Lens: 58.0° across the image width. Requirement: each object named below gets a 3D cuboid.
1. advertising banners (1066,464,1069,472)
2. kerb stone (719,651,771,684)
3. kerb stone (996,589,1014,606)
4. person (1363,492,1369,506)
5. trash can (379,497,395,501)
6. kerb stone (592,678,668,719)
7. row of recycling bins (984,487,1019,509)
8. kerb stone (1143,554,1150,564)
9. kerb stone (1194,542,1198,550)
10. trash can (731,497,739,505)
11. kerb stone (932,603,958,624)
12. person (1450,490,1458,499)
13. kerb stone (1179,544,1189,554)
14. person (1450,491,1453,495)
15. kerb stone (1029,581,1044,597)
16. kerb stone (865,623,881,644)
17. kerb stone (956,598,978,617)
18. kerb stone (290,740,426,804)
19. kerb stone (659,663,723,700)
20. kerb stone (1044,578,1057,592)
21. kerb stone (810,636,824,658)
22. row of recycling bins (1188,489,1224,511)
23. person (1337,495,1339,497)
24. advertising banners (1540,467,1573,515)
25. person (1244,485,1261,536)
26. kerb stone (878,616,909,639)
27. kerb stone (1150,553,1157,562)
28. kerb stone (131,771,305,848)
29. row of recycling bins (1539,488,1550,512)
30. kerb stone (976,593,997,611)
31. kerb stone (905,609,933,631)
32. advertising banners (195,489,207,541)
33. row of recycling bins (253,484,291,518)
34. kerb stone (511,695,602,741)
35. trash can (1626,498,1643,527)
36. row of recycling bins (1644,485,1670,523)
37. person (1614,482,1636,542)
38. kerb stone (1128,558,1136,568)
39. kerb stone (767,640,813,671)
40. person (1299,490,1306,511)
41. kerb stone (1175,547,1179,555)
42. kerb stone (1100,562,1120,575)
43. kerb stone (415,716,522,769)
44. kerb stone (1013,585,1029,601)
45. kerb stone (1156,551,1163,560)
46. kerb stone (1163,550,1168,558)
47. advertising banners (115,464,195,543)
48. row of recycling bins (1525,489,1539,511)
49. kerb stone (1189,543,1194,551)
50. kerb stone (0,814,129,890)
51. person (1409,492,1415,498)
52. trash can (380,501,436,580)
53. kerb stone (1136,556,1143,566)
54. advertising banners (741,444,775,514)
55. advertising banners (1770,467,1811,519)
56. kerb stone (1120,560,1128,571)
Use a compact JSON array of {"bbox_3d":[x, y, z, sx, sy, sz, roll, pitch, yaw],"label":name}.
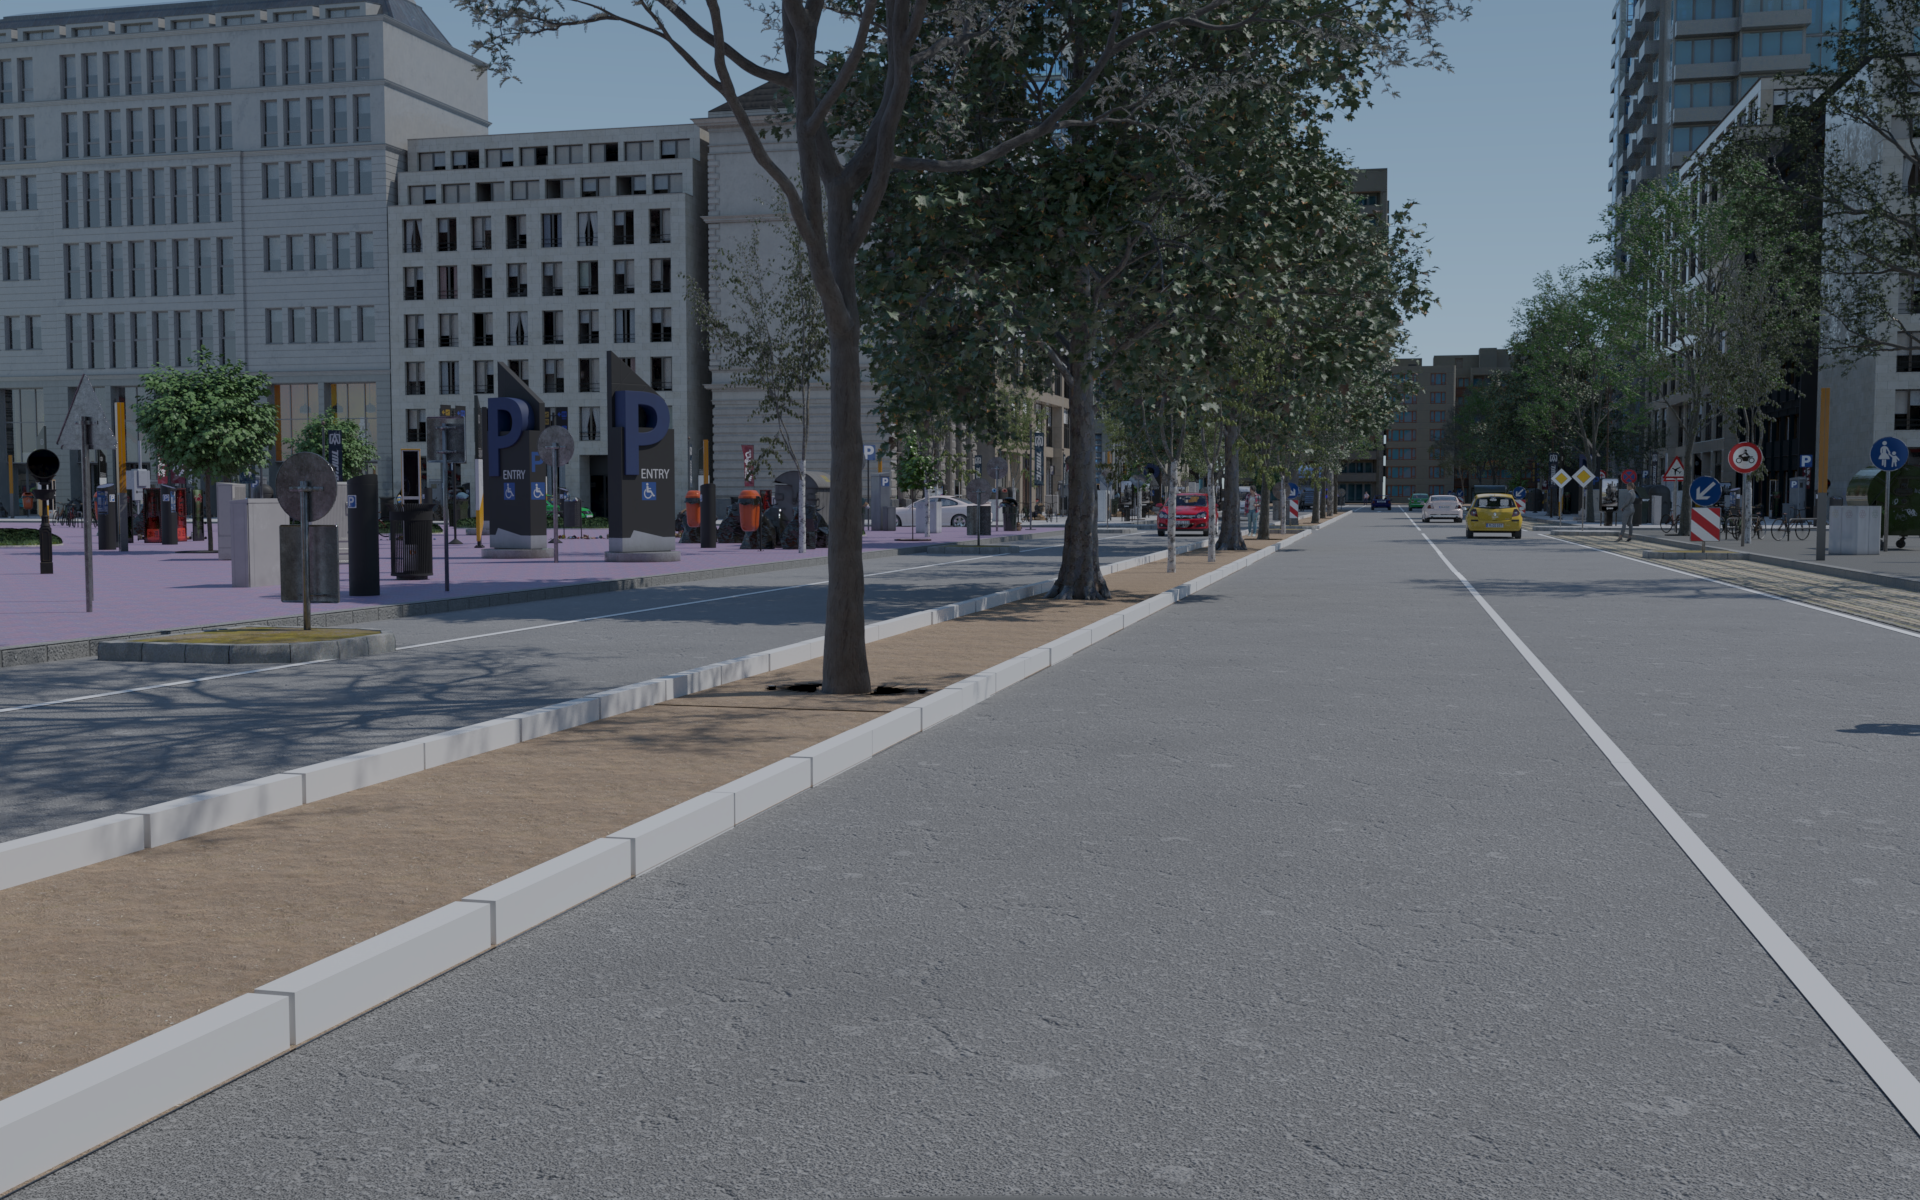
[{"bbox_3d":[6.142,-5.506,86.215,2.074,3.025,0.090,2,4,35],"label":"advertising banners"},{"bbox_3d":[-1.716,0.536,13.435,0.120,0.150,1.000,1,4,14],"label":"kerb stone"},{"bbox_3d":[0.499,-0.011,22.386,0.120,0.150,1.000,1,4,14],"label":"kerb stone"},{"bbox_3d":[50.822,-12.688,216.879,0.436,1.711,0.756,-2,4,-31],"label":"person"},{"bbox_3d":[-26.567,-4.200,80.330,0.748,1.137,0.748,0,3,0],"label":"trash can"},{"bbox_3d":[-2.206,0.658,11.444,0.120,0.150,1.000,1,4,14],"label":"kerb stone"},{"bbox_3d":[1.911,-5.367,94.869,1.069,1.692,3.534,3,5,42],"label":"row of recycling bins"},{"bbox_3d":[3.704,-0.803,35.329,0.120,0.150,1.000,1,4,14],"label":"kerb stone"},{"bbox_3d":[5.919,-1.351,44.286,0.120,0.150,1.000,1,4,14],"label":"kerb stone"},{"bbox_3d":[-18.438,-8.129,144.567,0.748,1.137,0.748,0,3,0],"label":"trash can"},{"bbox_3d":[-0.231,0.171,19.400,0.120,0.150,1.000,1,4,14],"label":"kerb stone"},{"bbox_3d":[47.164,-9.609,165.591,1.348,1.826,0.705,-2,4,-27],"label":"person"},{"bbox_3d":[5.423,-1.229,42.288,0.120,0.150,1.000,1,4,14],"label":"kerb stone"},{"bbox_3d":[54.488,-11.175,191.884,0.621,1.740,0.551,0,4,-1],"label":"person"},{"bbox_3d":[0.988,-0.133,24.371,0.120,0.150,1.000,1,4,14],"label":"kerb stone"},{"bbox_3d":[-0.973,0.354,16.420,0.120,0.150,1.000,1,4,14],"label":"kerb stone"},{"bbox_3d":[0.004,0.113,20.399,0.120,0.150,1.000,1,4,14],"label":"kerb stone"},{"bbox_3d":[-2.943,0.840,8.456,0.120,0.150,1.000,1,4,14],"label":"kerb stone"},{"bbox_3d":[-1.961,0.597,12.437,0.120,0.150,1.000,1,4,14],"label":"kerb stone"},{"bbox_3d":[1.236,-0.192,25.372,0.120,0.150,1.000,1,4,14],"label":"kerb stone"},{"bbox_3d":[-1.223,0.414,15.422,0.120,0.150,1.000,1,4,14],"label":"kerb stone"},{"bbox_3d":[19.084,-7.722,133.364,3.534,1.692,1.069,3,5,39],"label":"row of recycling bins"},{"bbox_3d":[47.315,-12.735,216.585,0.709,1.838,0.599,3,4,37],"label":"person"},{"bbox_3d":[37.284,-6.858,108.312,2.074,3.025,0.090,0,4,-1],"label":"advertising banners"},{"bbox_3d":[9.895,-3.007,58.496,0.563,1.720,0.643,2,4,24],"label":"person"},{"bbox_3d":[-0.731,0.293,17.412,0.120,0.150,1.000,1,4,14],"label":"kerb stone"},{"bbox_3d":[3.949,-0.861,36.321,0.120,0.150,1.000,1,4,14],"label":"kerb stone"},{"bbox_3d":[-3.190,0.903,7.457,0.120,0.150,1.000,1,4,14],"label":"kerb stone"},{"bbox_3d":[42.930,-7.214,125.069,1.069,1.692,3.534,1,4,8],"label":"row of recycling bins"},{"bbox_3d":[0.259,0.049,21.389,0.120,0.150,1.000,1,4,14],"label":"kerb stone"},{"bbox_3d":[-0.494,0.232,18.407,0.120,0.150,1.000,1,4,14],"label":"kerb stone"},{"bbox_3d":[-20.940,-3.077,46.503,0.090,3.025,2.074,1,4,12],"label":"advertising banners"},{"bbox_3d":[-26.770,-3.854,70.128,3.534,1.692,1.069,-1,4,-10],"label":"row of recycling bins"},{"bbox_3d":[-2.455,0.724,10.451,0.120,0.150,1.000,1,4,14],"label":"kerb stone"},{"bbox_3d":[26.709,-3.488,68.681,0.748,1.137,0.748,0,3,0],"label":"trash can"},{"bbox_3d":[30.944,-4.291,77.271,1.069,1.692,3.534,1,4,14],"label":"row of recycling bins"},{"bbox_3d":[19.887,-2.631,51.790,0.573,1.790,0.520,1,4,22],"label":"person"},{"bbox_3d":[3.211,-0.681,33.327,0.120,0.150,1.000,1,4,14],"label":"kerb stone"},{"bbox_3d":[-1.463,0.476,14.426,0.120,0.150,1.000,1,4,14],"label":"kerb stone"},{"bbox_3d":[28.336,-8.236,143.338,0.592,1.802,0.473,-1,4,-9],"label":"person"},{"bbox_3d":[4.924,-1.108,40.305,0.120,0.150,1.000,1,4,14],"label":"kerb stone"},{"bbox_3d":[2.710,-0.555,31.341,0.120,0.150,1.000,1,4,14],"label":"kerb stone"},{"bbox_3d":[-2.701,0.783,9.449,0.120,0.150,1.000,1,4,14],"label":"kerb stone"},{"bbox_3d":[0.740,-0.072,23.379,0.120,0.150,1.000,1,4,14],"label":"kerb stone"},{"bbox_3d":[4.202,-0.925,37.312,0.120,0.150,1.000,1,4,14],"label":"kerb stone"},{"bbox_3d":[4.442,-0.986,38.318,0.120,0.150,1.000,1,4,14],"label":"kerb stone"},{"bbox_3d":[-21.101,-2.996,45.165,2.074,3.025,0.090,0,4,1],"label":"advertising banners"},{"bbox_3d":[42.948,-7.488,129.536,1.069,1.692,3.534,1,4,11],"label":"row of recycling bins"},{"bbox_3d":[5.678,-1.287,43.280,0.120,0.150,1.000,1,4,14],"label":"kerb stone"},{"bbox_3d":[-3.446,0.965,6.465,0.120,0.150,1.000,1,4,14],"label":"kerb stone"},{"bbox_3d":[54.294,-12.122,207.421,0.721,1.735,1.217,-3,4,-36],"label":"person"},{"bbox_3d":[-8.221,-0.875,25.955,0.748,1.137,0.748,0,3,0],"label":"trash can"},{"bbox_3d":[3.456,-0.741,34.338,0.120,0.150,1.000,1,4,14],"label":"kerb stone"},{"bbox_3d":[-6.906,-4.013,61.796,2.074,3.025,0.090,-3,4,-38],"label":"advertising banners"},{"bbox_3d":[42.272,-5.618,88.038,2.074,3.025,0.090,0,4,3],"label":"advertising banners"},{"bbox_3d":[2.963,-0.620,32.336,0.120,0.150,1.000,1,4,14],"label":"kerb stone"}]
